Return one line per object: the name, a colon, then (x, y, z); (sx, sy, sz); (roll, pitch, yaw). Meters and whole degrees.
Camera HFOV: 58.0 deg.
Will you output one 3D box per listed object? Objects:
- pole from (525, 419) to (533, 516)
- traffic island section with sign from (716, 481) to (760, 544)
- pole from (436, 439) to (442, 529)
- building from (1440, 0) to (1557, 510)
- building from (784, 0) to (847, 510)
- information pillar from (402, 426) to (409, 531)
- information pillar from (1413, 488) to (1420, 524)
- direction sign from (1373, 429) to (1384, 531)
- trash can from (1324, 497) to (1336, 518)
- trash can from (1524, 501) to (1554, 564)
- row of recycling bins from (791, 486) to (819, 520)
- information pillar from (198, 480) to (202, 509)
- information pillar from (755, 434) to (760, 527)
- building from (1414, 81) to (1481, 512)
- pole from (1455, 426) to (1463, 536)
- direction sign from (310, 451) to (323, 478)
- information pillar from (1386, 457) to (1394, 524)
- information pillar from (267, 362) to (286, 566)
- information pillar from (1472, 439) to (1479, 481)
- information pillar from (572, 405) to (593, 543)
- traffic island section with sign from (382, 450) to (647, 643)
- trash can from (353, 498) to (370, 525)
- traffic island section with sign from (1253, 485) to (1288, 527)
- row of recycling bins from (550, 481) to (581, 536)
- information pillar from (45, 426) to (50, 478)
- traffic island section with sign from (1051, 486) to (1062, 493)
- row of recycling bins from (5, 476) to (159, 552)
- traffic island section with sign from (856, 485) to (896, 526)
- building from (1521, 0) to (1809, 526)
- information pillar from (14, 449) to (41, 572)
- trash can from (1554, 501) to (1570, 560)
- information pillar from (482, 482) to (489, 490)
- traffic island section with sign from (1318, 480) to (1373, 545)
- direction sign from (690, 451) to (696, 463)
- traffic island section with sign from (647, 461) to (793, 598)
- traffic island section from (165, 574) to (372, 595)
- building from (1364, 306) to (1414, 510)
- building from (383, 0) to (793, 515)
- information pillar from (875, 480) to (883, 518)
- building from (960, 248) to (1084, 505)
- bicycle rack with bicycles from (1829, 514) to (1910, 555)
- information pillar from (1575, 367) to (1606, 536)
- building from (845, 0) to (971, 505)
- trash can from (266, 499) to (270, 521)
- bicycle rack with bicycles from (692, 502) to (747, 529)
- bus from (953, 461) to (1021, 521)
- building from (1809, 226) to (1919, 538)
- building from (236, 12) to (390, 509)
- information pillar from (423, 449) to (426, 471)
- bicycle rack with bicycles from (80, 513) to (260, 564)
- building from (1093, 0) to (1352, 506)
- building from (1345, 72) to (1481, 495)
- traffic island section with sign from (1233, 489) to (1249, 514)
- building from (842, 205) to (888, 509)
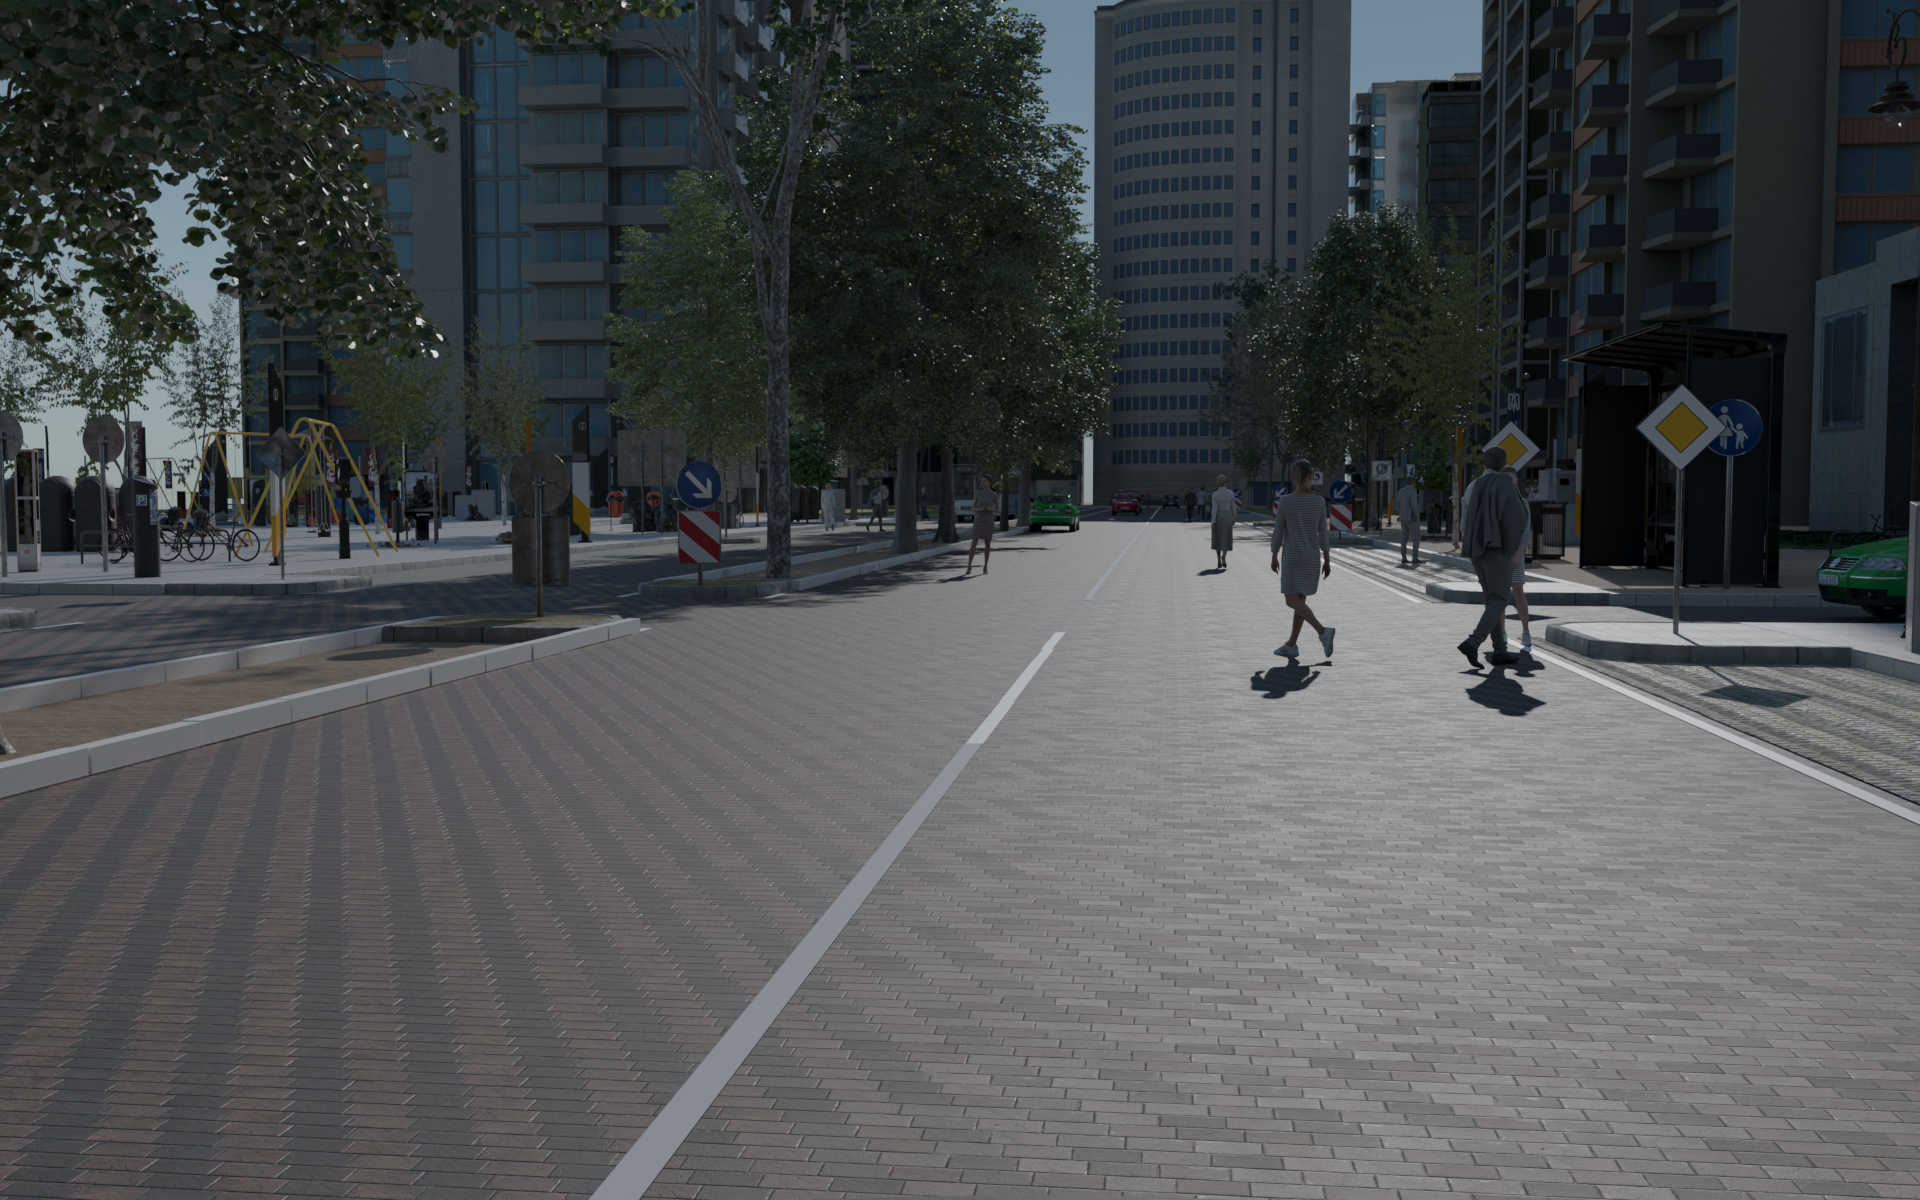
pole: (-11.722, -3.260, 47.136); (0.158, 3.312, 0.155); (0, 3, 0)
traffic island section with sign: (-6.894, -2.555, 50.407); (1.989, 1.847, 2.006); (0, 4, 7)
pole: (-19.216, -4.282, 63.856); (0.158, 3.312, 0.155); (0, 3, 0)
building: (41.831, -40.792, 105.200); (20.563, 71.187, 20.611); (0, 4, 7)
building: (-17.301, -29.968, 140.095); (14.600, 45.320, 14.200); (0, 4, 7)
information pillar: (-19.093, -4.174, 59.600); (0.183, 3.616, 0.504); (-2, 4, -24)
information pillar: (19.140, -4.180, 72.829); (0.304, 2.012, 0.304); (-1, 4, -9)
direction sign: (14.746, -4.217, 60.953); (0.379, 3.537, 0.876); (0, 4, -2)
trash can: (19.935, -4.985, 93.152); (0.748, 1.137, 0.748); (0, 3, 0)
trash can: (10.412, -1.255, 32.174); (0.748, 1.137, 0.748); (0, 3, 0)
row of recycling bins: (-8.185, -4.852, 86.444); (1.069, 1.692, 3.534); (2, 4, 26)
information pillar: (-39.538, -5.257, 90.440); (0.304, 2.012, 0.304); (0, 4, 6)
information pillar: (-7.926, -4.671, 67.727); (0.183, 3.616, 0.504); (0, 4, -5)
building: (39.638, -21.557, 124.162); (14.160, 30.474, 14.107); (0, 4, 7)
pole: (14.867, -3.537, 51.673); (0.158, 3.312, 0.155); (0, 3, 0)
direction sign: (-34.183, -6.115, 91.977); (0.379, 3.537, 0.876); (2, 4, 35)
information pillar: (18.241, -5.015, 73.346); (0.183, 3.616, 0.504); (2, 4, 28)
information pillar: (-12.264, -2.431, 31.097); (0.183, 3.616, 0.504); (0, 4, 0)
information pillar: (21.817, -5.016, 73.361); (0.183, 3.616, 0.504); (-1, 4, -10)
information pillar: (-9.968, -3.319, 45.627); (0.504, 3.616, 0.183); (1, 4, 19)
traffic island section with sign: (-4.472, -0.574, 17.522); (2.006, 1.907, 1.989); (0, 4, 7)
trash can: (-24.679, -3.656, 71.437); (0.748, 1.137, 0.748); (0, 3, 0)
traffic island section with sign: (13.958, -4.146, 76.420); (1.989, 1.847, 2.006); (0, 4, 7)
row of recycling bins: (-12.463, -2.927, 54.975); (1.069, 1.692, 3.534); (0, 4, -7)
information pillar: (-31.155, -4.147, 59.160); (0.183, 3.616, 0.504); (-2, 4, -30)
traffic island section with sign: (5.480, -5.586, 99.468); (2.006, 1.907, 1.989); (0, 4, 7)
row of recycling bins: (-19.690, -1.934, 38.730); (3.534, 1.692, 1.069); (0, 4, 3)
traffic island section with sign: (-3.550, -4.240, 77.948); (1.989, 1.847, 2.006); (0, 4, 7)
building: (39.114, -26.053, 80.585); (22.147, 44.769, 28.867); (0, 4, 7)
information pillar: (-15.362, -1.471, 28.537); (0.304, 2.012, 0.304); (-1, 4, -17)
trash can: (11.548, -1.363, 33.945); (0.748, 1.137, 0.748); (0, 3, 0)
information pillar: (-28.020, -5.985, 102.345); (0.304, 2.012, 0.304); (3, 5, 39)
traffic island section with sign: (10.676, -2.495, 49.428); (1.989, 1.847, 2.006); (0, 4, 7)
direction sign: (-13.677, -5.920, 88.795); (0.379, 3.537, 0.876); (1, 4, 12)
traffic island section with sign: (-3.569, -1.024, 24.874); (2.006, 1.907, 1.989); (0, 4, 7)
traffic island section: (-10.194, -0.229, 26.022); (2.009, 0.180, 2.903); (0, 4, 7)
building: (49.709, -18.386, 145.652); (27.650, 21.520, 28.899); (0, 4, 7)
building: (-24.188, -30.505, 118.366); (23.786, 49.044, 30.456); (0, 4, 7)
information pillar: (-4.382, -5.458, 93.738); (0.304, 2.012, 0.304); (1, 4, 20)
building: (7.345, -26.351, 202.532); (14.107, 30.474, 14.160); (0, 4, 7)
bicycle rack with bicycles: (16.515, -1.004, 29.799); (2.925, 0.926, 2.852); (0, 4, 3)
information pillar: (11.574, -2.471, 31.759); (0.504, 3.616, 0.183); (1, 4, 11)
building: (-10.008, -46.921, 205.404); (20.611, 71.187, 20.563); (0, 4, 7)
trash can: (-31.413, -4.133, 79.228); (0.748, 1.137, 0.748); (0, 3, 0)
bicycle rack with bicycles: (-9.747, -3.065, 63.494); (2.925, 0.926, 2.852); (3, 4, 36)
bus: (1.463, -6.070, 94.108); (2.948, 3.499, 13.247); (0, 4, 8)
building: (38.529, -44.380, 38.292); (31.000, 86.520, 22.319); (0, 4, 7)
building: (-50.193, -30.904, 159.902); (28.867, 44.769, 22.147); (0, 4, 7)
information pillar: (-28.198, -6.108, 91.221); (0.183, 3.616, 0.504); (-1, 4, -9)
bicycle rack with bicycles: (-15.025, -1.159, 32.333); (2.925, 0.926, 2.852); (1, 4, 20)
building: (29.767, -40.318, 201.190); (28.212, 58.520, 21.231); (0, 4, 7)
building: (59.084, -35.472, 199.572); (30.456, 49.044, 23.786); (0, 4, 7)
traffic island section with sign: (19.854, -7.117, 124.998); (1.989, 1.847, 2.006); (0, 4, 7)
building: (-14.145, -23.772, 160.376); (14.107, 30.474, 14.160); (0, 4, 7)
